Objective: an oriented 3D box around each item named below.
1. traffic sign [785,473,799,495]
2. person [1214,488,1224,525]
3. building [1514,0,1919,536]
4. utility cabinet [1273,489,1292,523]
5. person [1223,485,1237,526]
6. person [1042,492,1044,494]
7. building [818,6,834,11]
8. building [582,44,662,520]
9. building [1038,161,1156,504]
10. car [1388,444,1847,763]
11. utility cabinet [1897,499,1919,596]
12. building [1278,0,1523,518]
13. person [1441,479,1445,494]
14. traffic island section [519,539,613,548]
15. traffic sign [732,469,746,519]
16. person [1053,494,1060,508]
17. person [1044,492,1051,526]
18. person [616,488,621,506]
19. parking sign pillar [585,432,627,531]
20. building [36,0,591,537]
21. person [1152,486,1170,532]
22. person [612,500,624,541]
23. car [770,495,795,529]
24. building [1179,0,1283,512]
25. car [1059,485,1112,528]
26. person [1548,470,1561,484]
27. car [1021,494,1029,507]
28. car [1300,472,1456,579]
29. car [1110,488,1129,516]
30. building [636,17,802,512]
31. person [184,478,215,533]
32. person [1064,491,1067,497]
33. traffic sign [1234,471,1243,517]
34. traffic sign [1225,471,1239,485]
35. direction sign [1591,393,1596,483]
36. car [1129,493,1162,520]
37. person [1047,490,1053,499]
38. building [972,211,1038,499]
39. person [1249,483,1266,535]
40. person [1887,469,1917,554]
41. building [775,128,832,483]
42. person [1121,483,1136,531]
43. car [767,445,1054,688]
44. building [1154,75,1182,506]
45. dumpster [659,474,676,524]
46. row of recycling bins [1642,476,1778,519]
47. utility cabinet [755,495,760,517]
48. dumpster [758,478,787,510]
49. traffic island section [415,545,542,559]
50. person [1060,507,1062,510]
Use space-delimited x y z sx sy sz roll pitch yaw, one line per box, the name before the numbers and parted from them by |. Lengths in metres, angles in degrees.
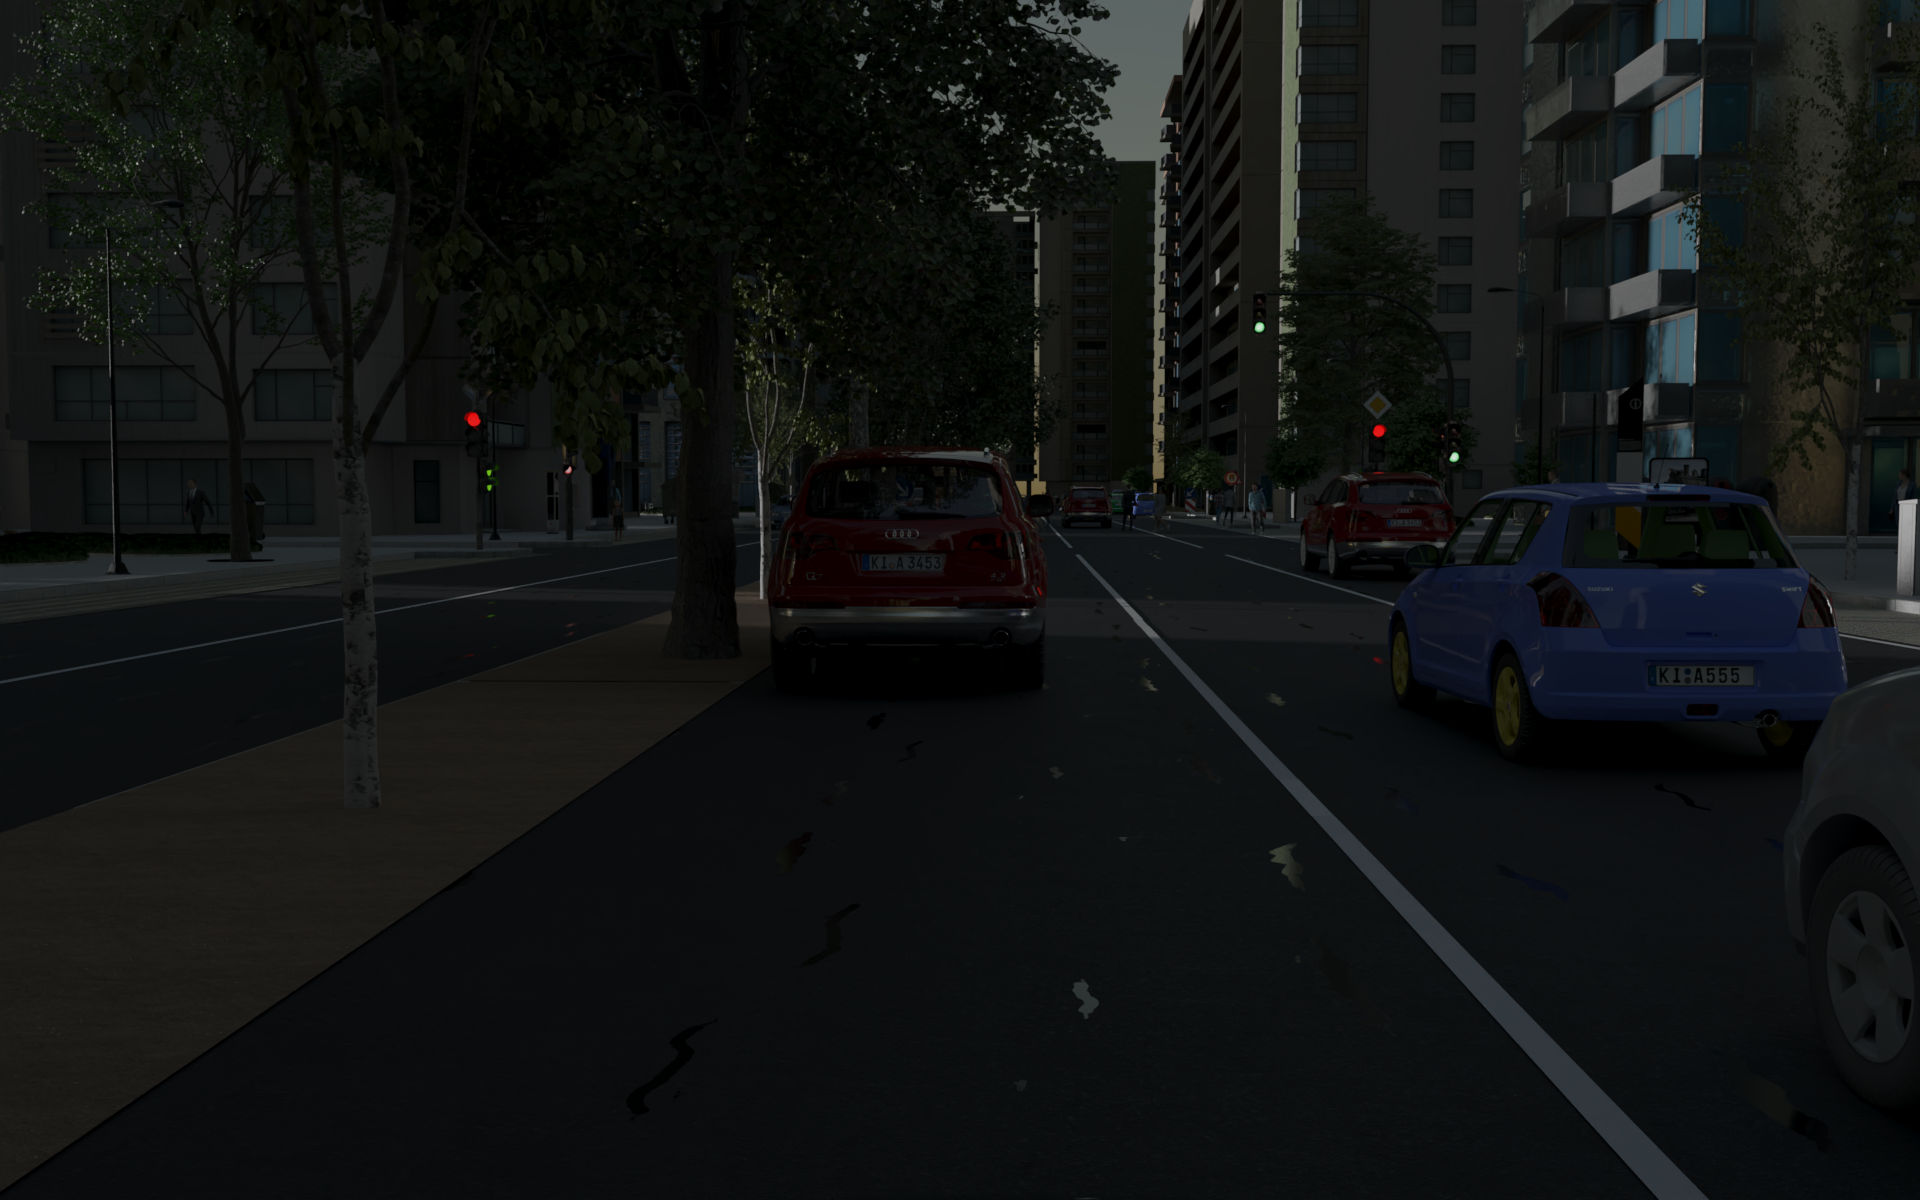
traffic sign | -10.448 -6.580 107.594 0.884 2.594 0.081 0 4 4
person | 11.782 -4.253 78.874 0.643 1.720 0.563 -2 4 -35
building | 35.695 -27.006 61.159 30.456 49.044 23.786 0 4 2
utility cabinet | 14.085 -4.097 75.661 0.318 1.500 1.173 -1 4 -17
person | 12.104 -4.249 77.815 0.661 1.843 0.795 2 4 28
person | 9.448 -11.494 197.342 0.541 1.710 0.530 2 4 28
building | -26.442 -39.368 185.659 28.212 58.520 21.231 0 4 2
building | -27.640 -26.432 86.780 22.147 44.769 28.867 0 4 2
building | 16.801 -32.526 215.398 14.086 41.232 14.154 0 4 2
car | 3.774 -0.058 10.541 1.945 1.707 3.694 0 4 1
utility cabinet | 12.463 -0.668 22.080 1.020 1.237 0.306 -1 4 -17
building | 25.313 -25.415 99.131 14.154 41.232 14.086 0 4 2
person | 18.267 -3.646 65.502 0.795 1.843 0.661 -3 5 -42
traffic island section | -10.809 -1.566 47.890 2.009 0.180 2.903 0 4 2
traffic sign | -11.239 -5.360 87.735 0.768 2.556 0.104 0 4 4
person | 9.621 -9.874 173.130 0.799 1.438 0.628 1 4 22
person | 3.983 -4.126 78.548 0.503 1.515 0.523 1 4 15
person | -14.901 -4.200 74.738 0.660 1.820 0.620 1 4 9
parking sign pillar | -12.445 -4.426 60.843 1.447 3.967 1.447 0 4 2
building | -21.017 -22.821 56.711 14.154 41.232 14.086 0 4 2
person | 7.588 -3.426 65.269 0.760 1.731 0.466 2 4 28
person | -10.334 -2.399 52.386 0.362 1.253 0.373 0 4 4
car | -6.787 -3.647 71.630 2.014 1.417 4.499 0 4 1
building | 31.367 -32.460 154.430 21.300 48.544 21.600 0 4 2
car | 5.411 -4.008 74.197 2.281 1.827 5.304 0 4 2
person | 12.947 -1.933 37.764 0.853 1.813 0.709 2 4 25
car | 5.186 -8.579 152.269 2.014 1.417 4.499 0 4 3
car | 7.332 -1.345 30.668 2.281 1.827 5.304 0 4 3
car | 9.599 -5.862 104.637 1.959 1.807 4.718 0 4 4
building | -23.781 -50.432 137.242 22.319 86.520 31.000 0 4 2
person | -19.806 -2.238 44.861 0.659 1.850 0.755 1 4 15
person | 11.889 -11.459 195.843 0.705 1.826 1.348 -3 4 -37
traffic sign | 15.266 -5.875 96.062 0.884 2.594 0.081 0 4 5
traffic sign | 14.804 -5.766 94.382 0.768 2.556 0.104 0 4 7
direction sign | 14.364 -2.892 39.286 0.379 3.537 0.876 1 4 21
car | 10.564 -5.459 98.840 1.945 1.707 3.694 0 4 1
person | 9.228 -10.484 179.847 0.705 1.831 1.348 2 4 34
building | -1.951 -32.544 223.973 23.993 40.220 32.217 0 4 2
person | 10.423 -3.185 60.596 0.660 1.820 0.620 2 4 28
person | 20.386 -1.912 37.327 0.654 1.822 0.581 -1 4 -14
building | -19.613 -31.243 160.927 14.600 45.320 14.200 0 4 2
person | 6.507 -3.612 67.327 0.659 1.850 0.755 -1 4 -13
car | -0.342 -0.347 14.351 2.281 1.827 5.304 0 4 1
building | 32.167 -32.116 179.719 22.147 44.769 28.867 0 4 2
dumpster | -11.939 -4.367 73.895 1.502 2.255 1.985 0 4 2
row of recycling bins | 16.687 -1.968 39.292 3.534 1.692 1.069 0 4 -2
utility cabinet | -11.287 -5.307 97.925 0.306 1.237 1.020 0 4 8
dumpster | -10.990 -6.054 101.471 1.502 2.255 1.985 0 4 2
traffic island section | -11.087 -1.078 39.910 2.009 0.180 2.903 0 4 2
person | 6.466 -5.598 105.524 1.012 1.151 0.738 2 4 30
